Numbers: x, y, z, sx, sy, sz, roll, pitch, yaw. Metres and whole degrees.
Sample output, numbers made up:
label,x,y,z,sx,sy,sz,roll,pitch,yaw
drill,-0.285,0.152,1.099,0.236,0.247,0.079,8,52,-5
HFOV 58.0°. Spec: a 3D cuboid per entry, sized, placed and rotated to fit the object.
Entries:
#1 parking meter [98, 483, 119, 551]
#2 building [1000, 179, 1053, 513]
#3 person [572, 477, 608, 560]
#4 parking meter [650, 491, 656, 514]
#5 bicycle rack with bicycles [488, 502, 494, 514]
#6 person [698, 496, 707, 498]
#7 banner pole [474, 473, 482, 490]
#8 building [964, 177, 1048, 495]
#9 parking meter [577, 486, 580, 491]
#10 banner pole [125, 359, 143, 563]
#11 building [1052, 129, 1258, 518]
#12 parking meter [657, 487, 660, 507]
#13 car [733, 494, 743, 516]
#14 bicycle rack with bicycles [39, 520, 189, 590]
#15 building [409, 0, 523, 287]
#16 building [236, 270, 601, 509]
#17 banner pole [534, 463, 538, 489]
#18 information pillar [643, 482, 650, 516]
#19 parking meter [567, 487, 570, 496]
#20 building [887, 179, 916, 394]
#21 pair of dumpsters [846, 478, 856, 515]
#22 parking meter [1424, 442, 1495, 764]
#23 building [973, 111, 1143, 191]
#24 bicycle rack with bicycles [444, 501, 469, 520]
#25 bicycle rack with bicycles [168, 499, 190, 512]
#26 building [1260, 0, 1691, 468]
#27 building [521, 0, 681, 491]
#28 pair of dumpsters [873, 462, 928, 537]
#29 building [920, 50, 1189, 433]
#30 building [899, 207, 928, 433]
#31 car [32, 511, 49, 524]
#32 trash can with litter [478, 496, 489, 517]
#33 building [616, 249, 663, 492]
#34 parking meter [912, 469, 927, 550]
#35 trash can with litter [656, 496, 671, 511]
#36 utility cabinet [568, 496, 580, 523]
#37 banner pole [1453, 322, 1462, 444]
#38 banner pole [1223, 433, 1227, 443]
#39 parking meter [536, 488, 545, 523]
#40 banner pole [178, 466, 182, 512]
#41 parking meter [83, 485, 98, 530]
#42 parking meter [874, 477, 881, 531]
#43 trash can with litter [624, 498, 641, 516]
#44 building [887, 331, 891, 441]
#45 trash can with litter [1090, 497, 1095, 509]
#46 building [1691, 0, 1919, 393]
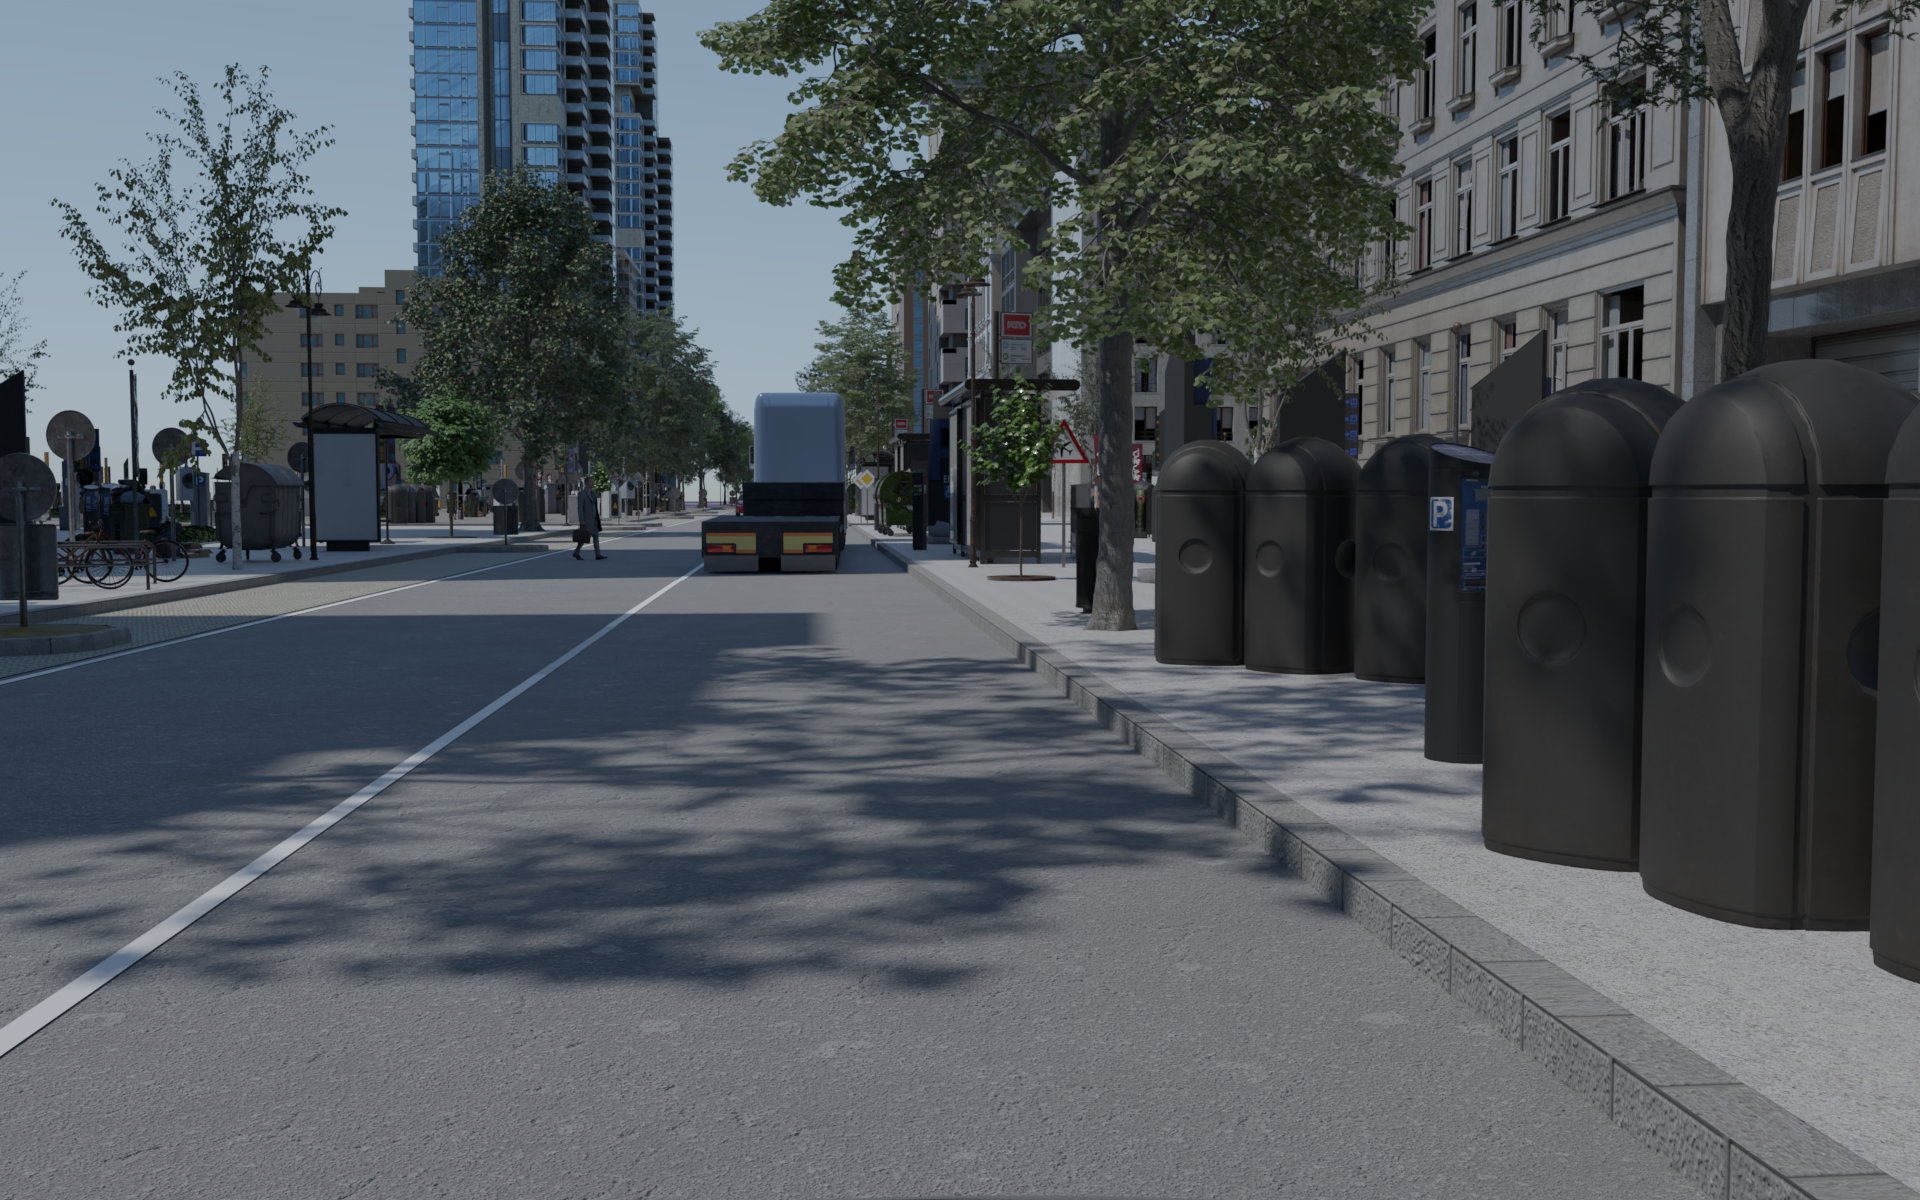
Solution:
label,x,y,z,sx,sy,sz,roll,pitch,yaw
parking meter,-19.265,-1.890,39.316,0.372,1.533,0.369,0,3,0
building,11.305,-18.347,119.042,14.314,24.678,30.058,0,4,-5
person,-8.045,-1.775,37.620,0.767,1.812,0.694,2,4,24
parking meter,-19.714,-6.212,109.970,0.372,1.533,0.369,0,3,0
bicycle rack with bicycles,-30.943,-6.086,112.889,2.852,0.926,2.925,2,4,33
person,-34.062,-13.451,229.152,1.217,1.736,0.721,-1,4,-9
banner pole,-35.644,-8.431,127.860,0.863,3.779,0.401,-3,4,-37
building,7.719,-21.892,143.838,13.634,28.700,20.117,0,4,-5
parking meter,-28.930,-7.708,131.743,0.399,1.863,0.255,-3,5,-45
banner pole,-15.212,-2.566,31.967,0.401,3.779,0.863,-2,4,-33
building,14.120,-14.666,94.539,16.860,20.320,10.420,0,4,-5
parking meter,-25.722,-8.709,148.096,0.255,1.863,0.399,0,4,1
car,-13.842,-6.418,113.973,2.155,1.783,4.494,0,4,-5
bicycle rack with bicycles,-12.215,-0.632,23.714,2.925,0.926,2.852,-1,4,-21
building,-48.866,-53.770,191.814,22.319,86.520,31.000,0,4,-5
building,-49.385,-19.486,163.640,27.650,21.520,28.899,0,4,-5
banner pole,-19.738,-5.518,80.236,0.863,3.779,0.401,2,4,33
information pillar,-18.572,-6.007,102.705,0.304,2.012,0.304,3,5,43
parking meter,-32.314,-8.369,142.544,0.399,1.863,0.255,3,5,45
building,2.749,-42.515,284.362,28.713,52.752,27.495,0,4,-5
pair of dumpsters,-6.534,-6.518,109.069,1.574,2.255,4.437,0,4,-5
parking meter,2.443,0.003,8.357,0.372,1.533,0.369,0,3,0
building,14.402,-29.819,179.426,32.217,40.220,23.993,0,4,-5
bicycle rack with bicycles,-25.665,-4.444,86.046,2.852,0.926,2.925,0,4,-6
bicycle rack with bicycles,-38.739,-4.217,82.336,2.852,0.926,2.925,1,4,19
building,18.635,-12.950,45.014,16.112,22.955,30.059,0,4,-5
building,-56.836,-59.306,282.316,22.319,86.520,31.000,0,4,-5
pair of dumpsters,-1.860,-3.159,54.151,1.574,2.255,4.437,0,4,-5
building,10.514,-37.636,204.590,28.713,52.752,27.495,0,4,-5
building,-2.038,-37.503,263.277,14.600,45.320,14.200,0,4,-5
car,-39.874,-3.760,70.143,5.304,1.827,2.281,0,4,-6
trash can with litter,-26.884,-5.266,97.489,0.624,1.170,1.055,0,4,-7
building,-60.467,-34.432,254.843,32.217,40.220,23.993,0,4,-5
parking meter,-0.926,-2.079,39.711,0.255,1.863,0.399,1,4,15
trash can with litter,-21.971,-7.177,128.737,1.055,1.170,0.624,2,4,28
utility cabinet,-16.718,-3.984,76.301,1.020,1.237,0.306,0,4,-6
banner pole,7.174,-2.146,25.105,0.401,3.779,0.863,1,4,18
banner pole,10.761,-4.921,70.473,0.401,3.779,0.863,1,4,10
parking meter,-18.836,-4.247,77.849,0.372,1.533,0.369,0,3,0
banner pole,-40.505,-6.109,89.900,0.401,3.779,0.863,-2,4,-35
parking meter,-23.250,-2.323,46.391,0.372,1.533,0.369,0,3,0
parking meter,-2.804,-3.371,60.820,0.399,1.863,0.255,-1,4,-14
trash can with litter,-19.185,-5.514,101.549,1.055,1.170,0.624,0,4,-7
building,-6.010,-32.641,305.376,14.160,30.474,14.107,0,4,-5
trash can with litter,6.188,-4.097,78.366,1.055,1.170,0.624,2,4,29
building,19.263,-12.344,19.848,12.078,24.808,19.932,0,4,-5
